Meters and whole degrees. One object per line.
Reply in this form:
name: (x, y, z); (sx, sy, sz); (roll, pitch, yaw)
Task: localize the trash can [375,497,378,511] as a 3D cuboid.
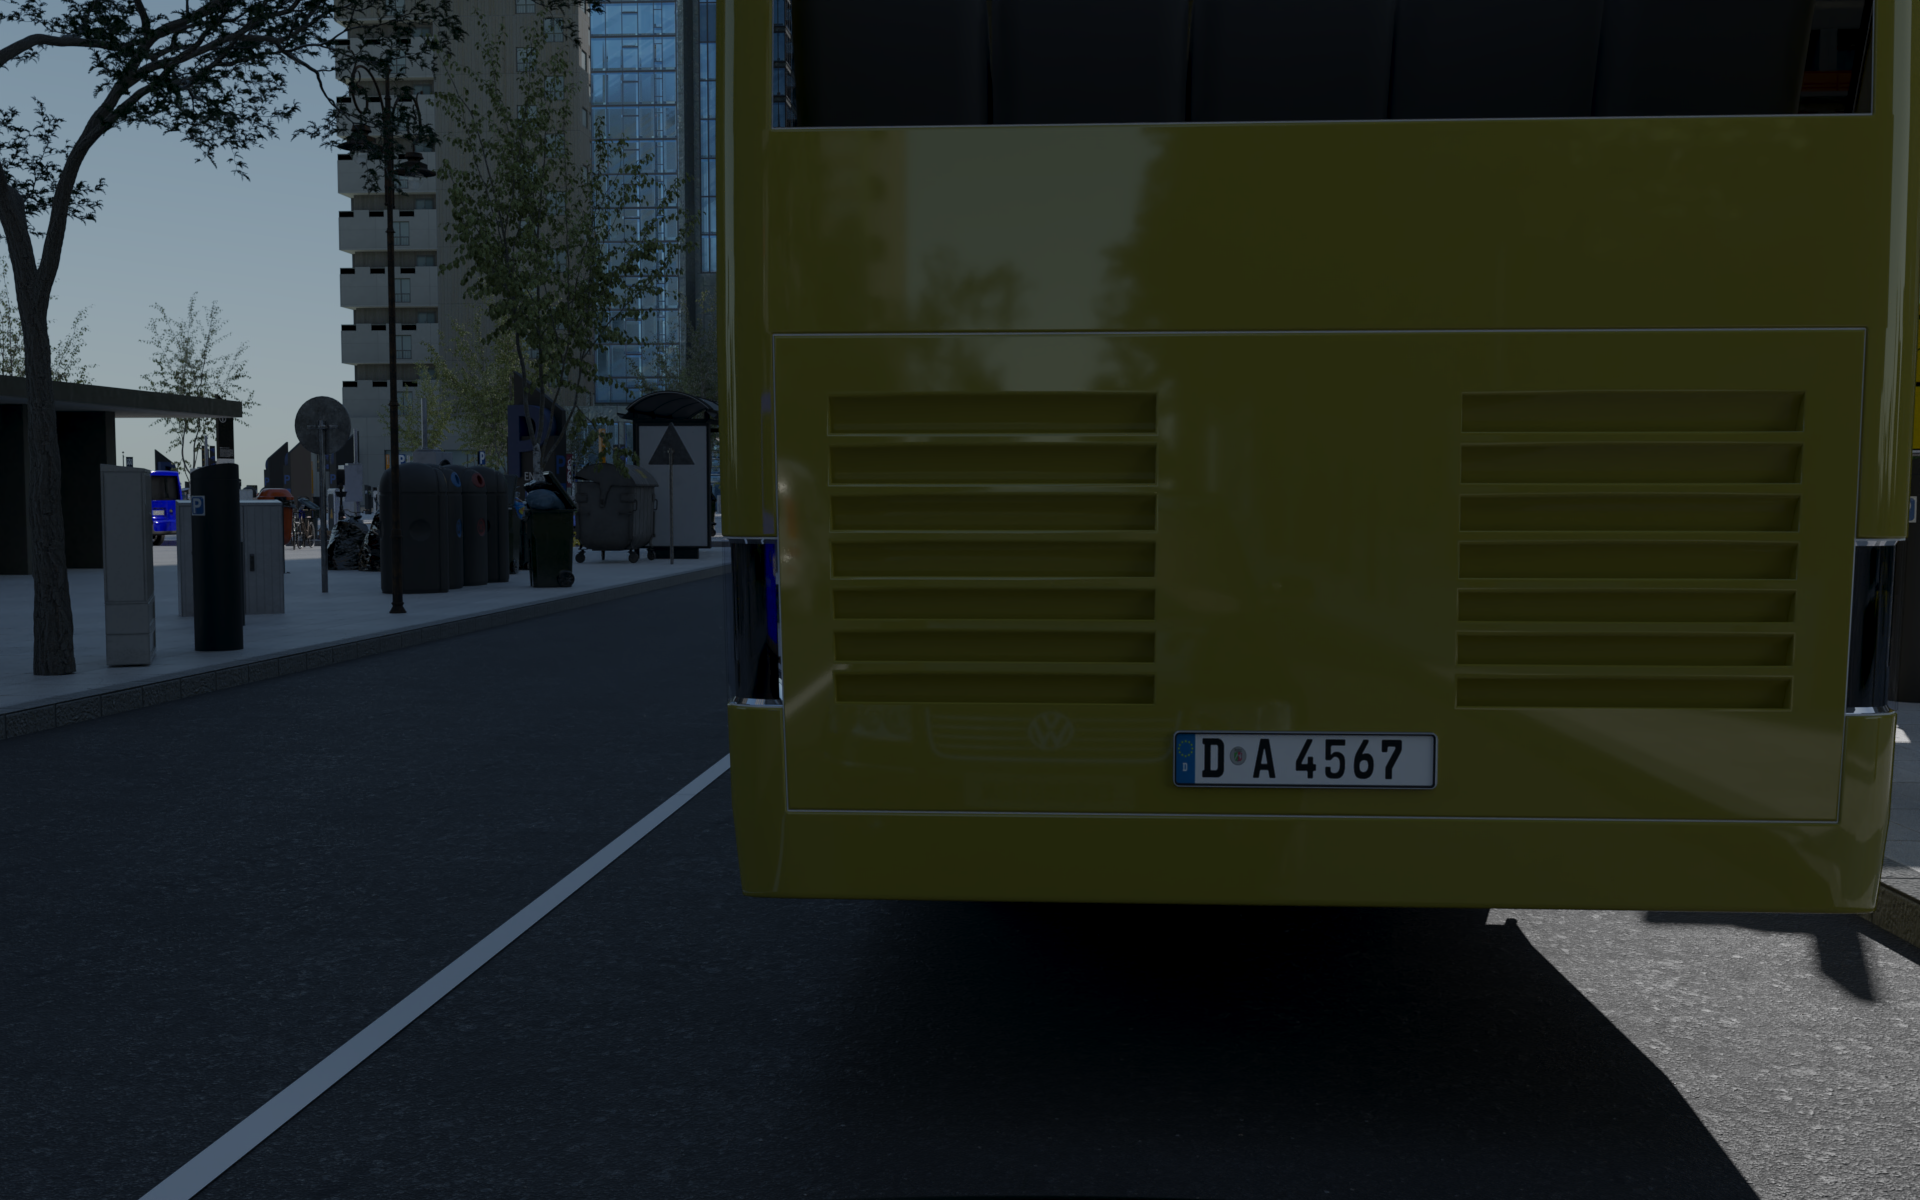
trash can: (-24.503, -3.792, 73.652); (0.748, 1.137, 0.748); (0, 3, 0)

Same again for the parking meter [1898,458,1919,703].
parking meter: (5.940, -0.143, 10.746); (0.372, 1.533, 0.369); (0, 3, 0)

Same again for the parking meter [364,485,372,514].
parking meter: (-37.282, -6.323, 109.095); (0.399, 1.863, 0.255); (2, 4, 32)

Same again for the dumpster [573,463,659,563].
dumpster: (-6.521, -1.653, 32.778); (1.264, 1.857, 1.865); (0, 4, 4)

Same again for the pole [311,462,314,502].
pole: (-40.580, -7.006, 108.396); (0.158, 3.312, 0.155); (0, 3, 0)

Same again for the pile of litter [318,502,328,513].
pile of litter: (-42.596, -6.199, 115.320); (1.176, 0.858, 1.719); (3, 5, 40)

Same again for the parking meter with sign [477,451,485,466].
parking meter with sign: (-18.600, -4.521, 70.180); (1.738, 3.016, 0.543); (1, 4, 10)

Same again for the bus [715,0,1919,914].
bus: (1.099, -1.108, 9.670); (2.896, 3.916, 12.252); (0, 4, 4)

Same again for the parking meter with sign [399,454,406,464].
parking meter with sign: (-23.633, -4.833, 75.285); (1.738, 3.016, 0.543); (1, 4, 23)

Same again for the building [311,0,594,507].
building: (-48.057, -36.060, 178.819); (27.495, 52.752, 28.713); (0, 4, 4)

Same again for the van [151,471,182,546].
van: (-23.308, -2.517, 45.536); (5.245, 2.365, 2.240); (0, 4, 3)

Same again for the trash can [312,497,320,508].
trash can: (-36.016, -5.253, 97.542); (0.748, 1.137, 0.748); (0, 3, 0)

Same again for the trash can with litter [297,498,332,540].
trash can with litter: (-18.017, -2.273, 48.559); (1.055, 1.170, 0.624); (1, 4, 12)

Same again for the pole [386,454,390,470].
pole: (-29.466, -5.836, 89.257); (0.158, 3.312, 0.155); (0, 3, 0)

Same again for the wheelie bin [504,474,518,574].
wheelie bin: (-7.452, -1.219, 27.834); (0.980, 1.594, 0.693); (0, 4, -2)

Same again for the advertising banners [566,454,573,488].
advertising banners: (-17.151, -4.775, 74.257); (0.090, 3.025, 2.074); (1, 4, 20)

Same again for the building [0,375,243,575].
building: (-28.456, -22.428, 21.330); (28.867, 44.769, 22.147); (0, 4, 4)

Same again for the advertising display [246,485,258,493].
advertising display: (-49.859, -7.143, 122.002); (0.123, 1.923, 0.974); (1, 4, 21)

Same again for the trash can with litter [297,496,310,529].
trash can with litter: (-24.161, -3.162, 62.749); (1.678, 1.210, 2.233); (2, 4, 27)

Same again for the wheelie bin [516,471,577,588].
wheelie bin: (-5.671, -0.979, 23.915); (0.693, 1.594, 0.980); (-1, 4, -20)

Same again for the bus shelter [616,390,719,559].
bus shelter: (-5.542, -2.613, 36.653); (2.014, 3.302, 5.546); (0, 4, 4)

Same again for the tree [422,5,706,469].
tree: (-6.350, -4.661, 26.563); (4.737, 8.622, 4.395); (0, 3, 0)

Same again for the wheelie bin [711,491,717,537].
wheelie bin: (-7.729, -2.712, 52.248); (0.693, 1.594, 0.980); (-2, 4, -24)

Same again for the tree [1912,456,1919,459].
tree: (15.902, -2.743, 28.562); (4.285, 4.588, 4.351); (0, 3, 0)

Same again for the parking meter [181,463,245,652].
parking meter: (-6.110, -0.356, 14.239); (0.372, 1.533, 0.369); (0, 3, 0)

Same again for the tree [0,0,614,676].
tree: (-6.474, -4.769, 12.382); (8.767, 10.594, 7.601); (0, 4, -7)

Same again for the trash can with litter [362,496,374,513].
trash can with litter: (-39.460, -6.374, 115.271); (2.233, 1.210, 1.678); (-2, 4, -33)

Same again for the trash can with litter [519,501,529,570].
trash can with litter: (-7.424, -1.084, 29.106); (0.624, 1.170, 1.055); (2, 4, 24)

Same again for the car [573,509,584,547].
car: (-10.544, -2.086, 43.705); (3.694, 1.707, 1.945); (0, 4, 2)

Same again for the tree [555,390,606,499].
tree: (-26.137, -10.216, 117.393); (4.360, 8.622, 3.978); (0, 3, 0)

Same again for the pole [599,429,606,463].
pole: (-11.171, -3.688, 54.142); (0.158, 3.312, 0.155); (0, 3, 0)

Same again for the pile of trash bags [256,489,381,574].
pile of trash bags: (-10.083, -1.183, 29.094); (3.447, 1.369, 1.912); (-3, 5, -44)

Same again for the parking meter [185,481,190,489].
parking meter: (-35.048, -4.474, 78.863); (0.255, 1.863, 0.399); (3, 5, 44)
